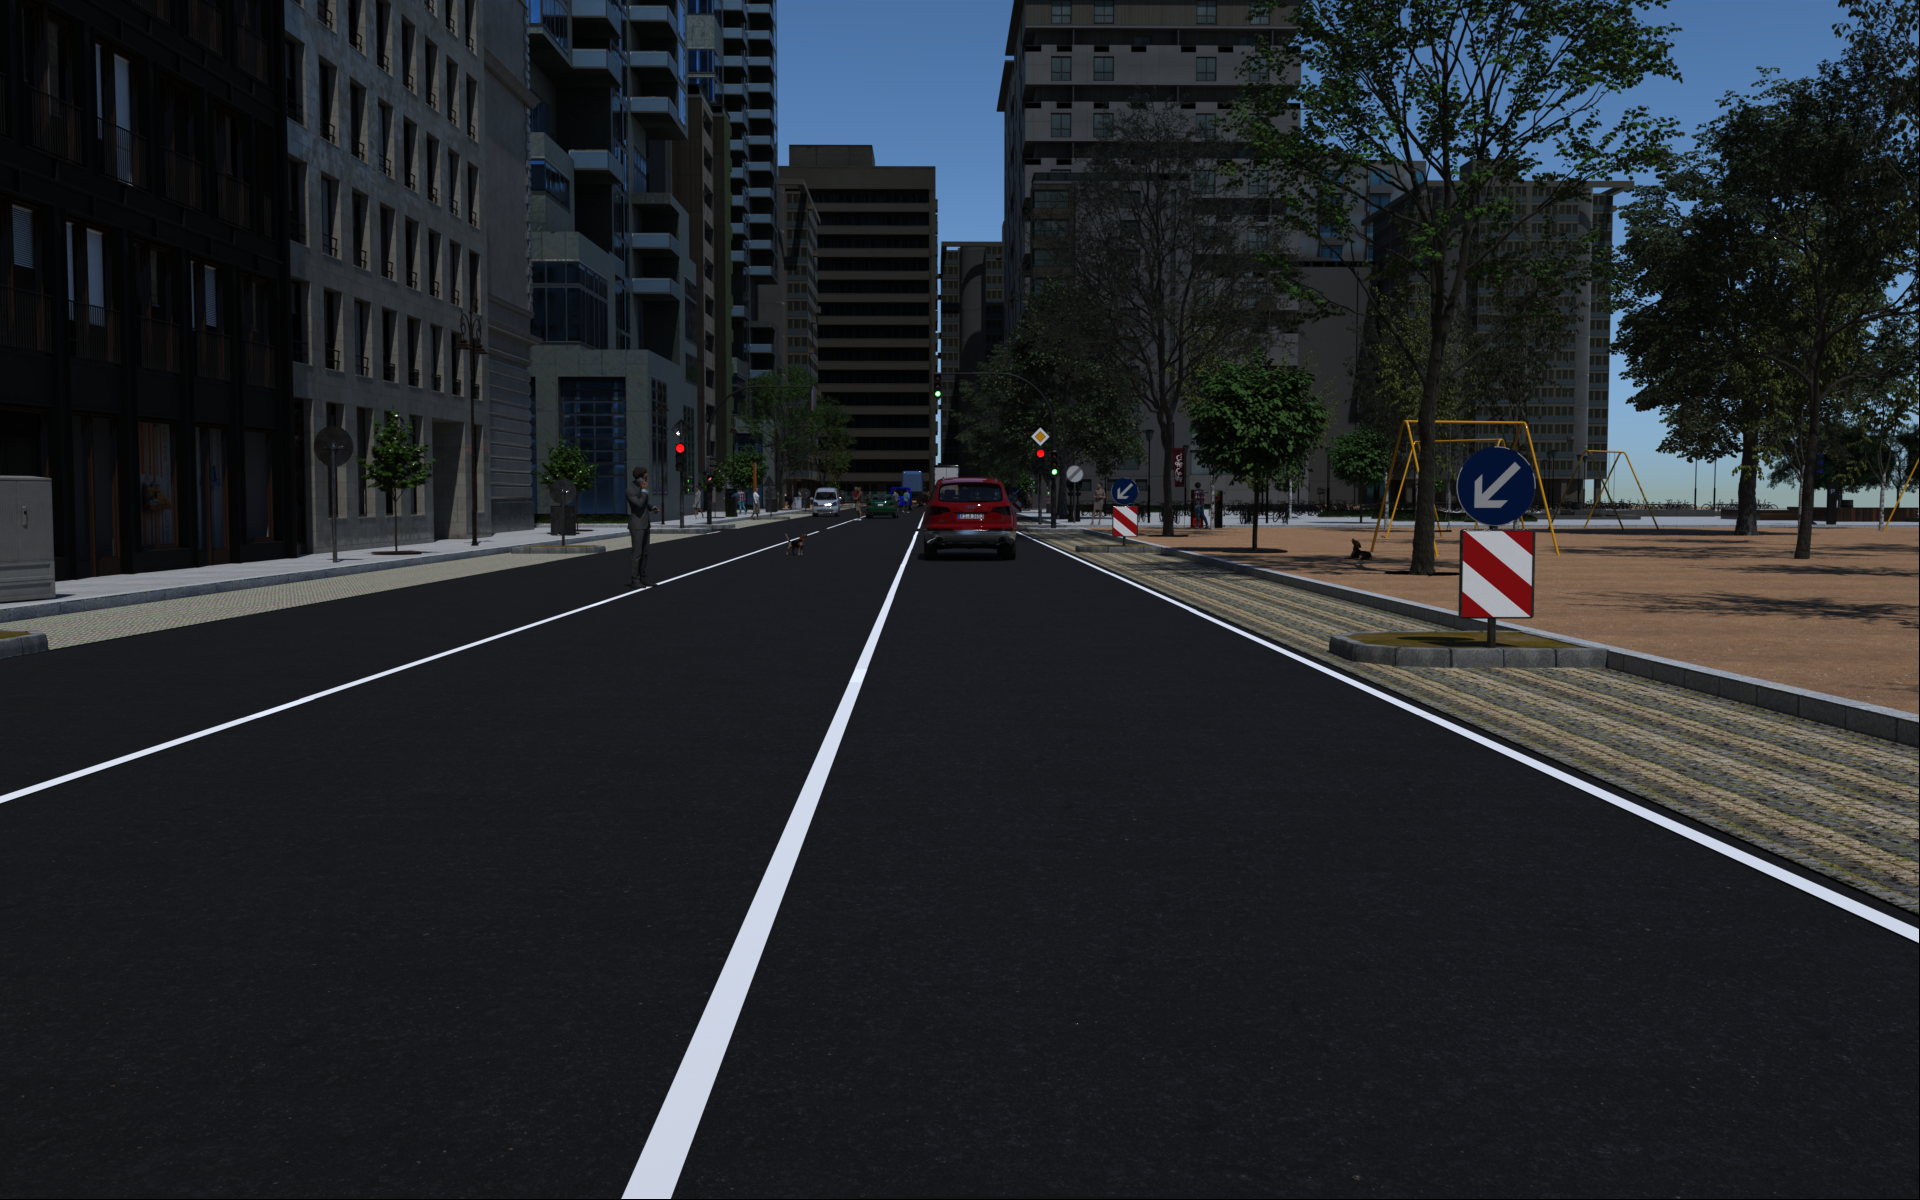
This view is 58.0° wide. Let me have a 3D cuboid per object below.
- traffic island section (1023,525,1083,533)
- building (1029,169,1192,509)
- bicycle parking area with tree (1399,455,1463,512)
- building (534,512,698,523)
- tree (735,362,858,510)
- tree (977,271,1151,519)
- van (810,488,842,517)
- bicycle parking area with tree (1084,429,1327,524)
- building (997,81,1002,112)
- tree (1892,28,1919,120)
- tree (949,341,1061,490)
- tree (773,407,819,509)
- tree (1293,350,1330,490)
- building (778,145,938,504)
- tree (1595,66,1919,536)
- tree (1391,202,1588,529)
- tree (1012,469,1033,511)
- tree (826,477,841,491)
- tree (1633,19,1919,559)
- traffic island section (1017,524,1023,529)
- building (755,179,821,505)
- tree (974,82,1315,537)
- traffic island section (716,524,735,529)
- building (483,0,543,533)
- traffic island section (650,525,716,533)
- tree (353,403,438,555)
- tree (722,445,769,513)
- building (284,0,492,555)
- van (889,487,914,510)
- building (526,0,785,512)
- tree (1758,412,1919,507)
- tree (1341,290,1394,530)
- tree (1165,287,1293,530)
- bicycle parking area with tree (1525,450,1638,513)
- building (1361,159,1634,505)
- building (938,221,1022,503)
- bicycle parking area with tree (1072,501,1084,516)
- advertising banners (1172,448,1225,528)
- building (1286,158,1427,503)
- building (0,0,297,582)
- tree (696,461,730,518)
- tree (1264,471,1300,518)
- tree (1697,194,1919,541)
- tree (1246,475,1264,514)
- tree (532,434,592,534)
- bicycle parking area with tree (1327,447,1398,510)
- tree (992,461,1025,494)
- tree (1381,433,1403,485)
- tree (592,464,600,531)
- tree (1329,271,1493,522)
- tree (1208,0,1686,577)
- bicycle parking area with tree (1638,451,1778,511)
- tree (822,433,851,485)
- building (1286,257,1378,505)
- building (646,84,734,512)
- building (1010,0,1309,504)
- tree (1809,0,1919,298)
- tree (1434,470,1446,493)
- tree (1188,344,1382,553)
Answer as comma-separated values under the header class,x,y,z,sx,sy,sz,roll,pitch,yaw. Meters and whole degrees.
class,x,y,z,sx,sy,sz,roll,pitch,yaw
traffic island section,3.522,-2.613,65.005,2.009,0.180,2.903,0,4,-1
building,13.280,-23.638,158.189,14.160,30.474,14.107,0,4,-1
bicycle parking area with tree,34.922,-8.743,129.948,9.016,4.147,8.231,3,5,43
building,-25.296,-47.554,90.182,22.319,86.520,31.000,0,4,-1
tree,-13.947,-12.833,135.576,9.928,11.665,9.643,0,3,0
tree,5.379,-10.507,88.804,9.611,12.733,9.660,0,3,0
van,-8.498,-6.306,110.112,2.013,2.044,4.112,0,4,-2
bicycle parking area with tree,11.037,-5.492,76.804,8.231,4.147,9.016,2,4,24
building,19.210,-37.810,207.438,28.713,52.752,27.495,0,4,-1
tree,15.388,-4.576,25.177,4.737,8.622,4.395,0,3,0
tree,4.196,-14.288,140.264,9.857,13.997,8.962,0,3,0
tree,-13.832,-11.798,143.253,4.360,8.622,3.978,0,3,0
tree,16.886,-8.358,87.023,4.737,8.622,4.395,0,3,0
building,-13.944,-37.887,243.146,21.600,48.544,21.300,0,4,-1
tree,24.523,-8.983,53.530,9.857,13.997,8.962,0,3,0
tree,13.631,-5.661,42.926,4.360,8.622,3.978,0,3,0
tree,4.719,-8.421,132.285,1.663,3.219,1.824,0,3,0
tree,-14.504,-12.549,199.773,1.663,3.219,1.824,0,3,0
tree,17.024,-6.085,33.908,7.601,10.594,8.767,1,4,17
traffic island section,3.394,-3.101,72.989,2.009,0.180,2.903,0,4,-1
building,-28.859,-31.415,205.517,23.993,40.220,32.217,0,4,-1
tree,6.188,-8.654,51.869,12.009,13.543,11.850,0,3,0
traffic island section,-10.545,-3.088,72.772,2.009,0.180,2.903,0,4,-1
building,-24.498,-13.939,56.777,19.941,23.489,11.050,0,4,-1
traffic island section,-10.418,-2.600,64.788,2.009,0.180,2.903,0,4,-1
tree,-12.101,-2.577,36.741,1.663,3.219,1.824,0,3,0
tree,-14.352,-8.077,115.766,4.285,4.588,4.351,0,3,0
building,-19.102,-11.505,42.863,10.420,20.320,16.860,0,4,-1
van,-5.211,-9.134,153.718,2.240,2.365,5.245,0,4,-1
building,-27.387,-51.941,161.905,22.319,86.520,31.000,0,4,-1
tree,59.985,-9.455,117.493,11.467,7.101,20.602,0,4,5
tree,15.456,-6.833,62.084,4.360,8.622,3.978,0,3,0
tree,9.015,-6.774,61.118,4.737,8.622,4.395,0,3,0
bicycle parking area with tree,39.455,-7.837,115.145,9.016,4.147,8.231,2,4,29
building,62.280,-31.499,206.882,23.993,40.220,32.217,0,4,-1
building,8.830,-34.093,249.307,23.993,40.220,32.217,0,4,-1
bicycle parking area with tree,10.800,-6.971,100.971,8.231,4.147,9.016,0,4,-7
advertising banners,9.014,-4.246,65.609,2.074,3.025,0.090,1,4,21
building,50.200,-38.287,245.595,30.456,49.044,23.786,0,4,-1
building,-19.290,-12.006,25.969,12.332,23.373,15.834,0,4,-1
tree,-13.096,-5.987,92.494,1.663,3.219,1.824,0,3,0
tree,17.950,-6.089,94.163,1.663,3.219,1.824,0,3,0
tree,21.010,-5.685,43.320,4.737,8.622,4.395,0,3,0
tree,19.260,-7.132,111.216,1.663,3.219,1.824,0,3,0
tree,-12.826,-3.712,55.291,1.663,3.219,1.824,0,3,0
bicycle parking area with tree,20.202,-7.195,104.646,8.231,4.147,9.016,-1,4,-18
tree,4.468,-10.412,153.949,4.285,4.588,4.351,0,3,0
tree,17.700,-5.643,75.979,4.285,4.588,4.351,0,3,0
tree,-13.122,-3.974,59.579,1.663,3.219,1.824,0,3,0
tree,15.237,-6.517,56.923,4.737,8.622,4.395,0,3,0
tree,7.454,-6.195,27.041,9.928,11.665,9.643,0,3,0
bicycle parking area with tree,49.138,-7.805,114.617,9.016,4.147,8.231,2,4,24
tree,-14.767,-15.746,207.814,4.737,8.622,4.395,0,3,0
building,43.100,-27.125,215.197,14.107,30.474,14.160,0,4,-1
building,-23.860,-21.450,122.416,14.160,30.474,14.107,0,4,-1
building,19.553,-36.096,179.406,28.713,52.752,27.495,0,4,-1
tree,10.249,-4.018,16.055,4.360,8.622,3.978,0,3,0
tree,32.938,-7.701,120.511,1.663,3.219,1.824,0,3,0
tree,6.484,-3.324,38.055,4.285,4.588,4.351,0,3,0
